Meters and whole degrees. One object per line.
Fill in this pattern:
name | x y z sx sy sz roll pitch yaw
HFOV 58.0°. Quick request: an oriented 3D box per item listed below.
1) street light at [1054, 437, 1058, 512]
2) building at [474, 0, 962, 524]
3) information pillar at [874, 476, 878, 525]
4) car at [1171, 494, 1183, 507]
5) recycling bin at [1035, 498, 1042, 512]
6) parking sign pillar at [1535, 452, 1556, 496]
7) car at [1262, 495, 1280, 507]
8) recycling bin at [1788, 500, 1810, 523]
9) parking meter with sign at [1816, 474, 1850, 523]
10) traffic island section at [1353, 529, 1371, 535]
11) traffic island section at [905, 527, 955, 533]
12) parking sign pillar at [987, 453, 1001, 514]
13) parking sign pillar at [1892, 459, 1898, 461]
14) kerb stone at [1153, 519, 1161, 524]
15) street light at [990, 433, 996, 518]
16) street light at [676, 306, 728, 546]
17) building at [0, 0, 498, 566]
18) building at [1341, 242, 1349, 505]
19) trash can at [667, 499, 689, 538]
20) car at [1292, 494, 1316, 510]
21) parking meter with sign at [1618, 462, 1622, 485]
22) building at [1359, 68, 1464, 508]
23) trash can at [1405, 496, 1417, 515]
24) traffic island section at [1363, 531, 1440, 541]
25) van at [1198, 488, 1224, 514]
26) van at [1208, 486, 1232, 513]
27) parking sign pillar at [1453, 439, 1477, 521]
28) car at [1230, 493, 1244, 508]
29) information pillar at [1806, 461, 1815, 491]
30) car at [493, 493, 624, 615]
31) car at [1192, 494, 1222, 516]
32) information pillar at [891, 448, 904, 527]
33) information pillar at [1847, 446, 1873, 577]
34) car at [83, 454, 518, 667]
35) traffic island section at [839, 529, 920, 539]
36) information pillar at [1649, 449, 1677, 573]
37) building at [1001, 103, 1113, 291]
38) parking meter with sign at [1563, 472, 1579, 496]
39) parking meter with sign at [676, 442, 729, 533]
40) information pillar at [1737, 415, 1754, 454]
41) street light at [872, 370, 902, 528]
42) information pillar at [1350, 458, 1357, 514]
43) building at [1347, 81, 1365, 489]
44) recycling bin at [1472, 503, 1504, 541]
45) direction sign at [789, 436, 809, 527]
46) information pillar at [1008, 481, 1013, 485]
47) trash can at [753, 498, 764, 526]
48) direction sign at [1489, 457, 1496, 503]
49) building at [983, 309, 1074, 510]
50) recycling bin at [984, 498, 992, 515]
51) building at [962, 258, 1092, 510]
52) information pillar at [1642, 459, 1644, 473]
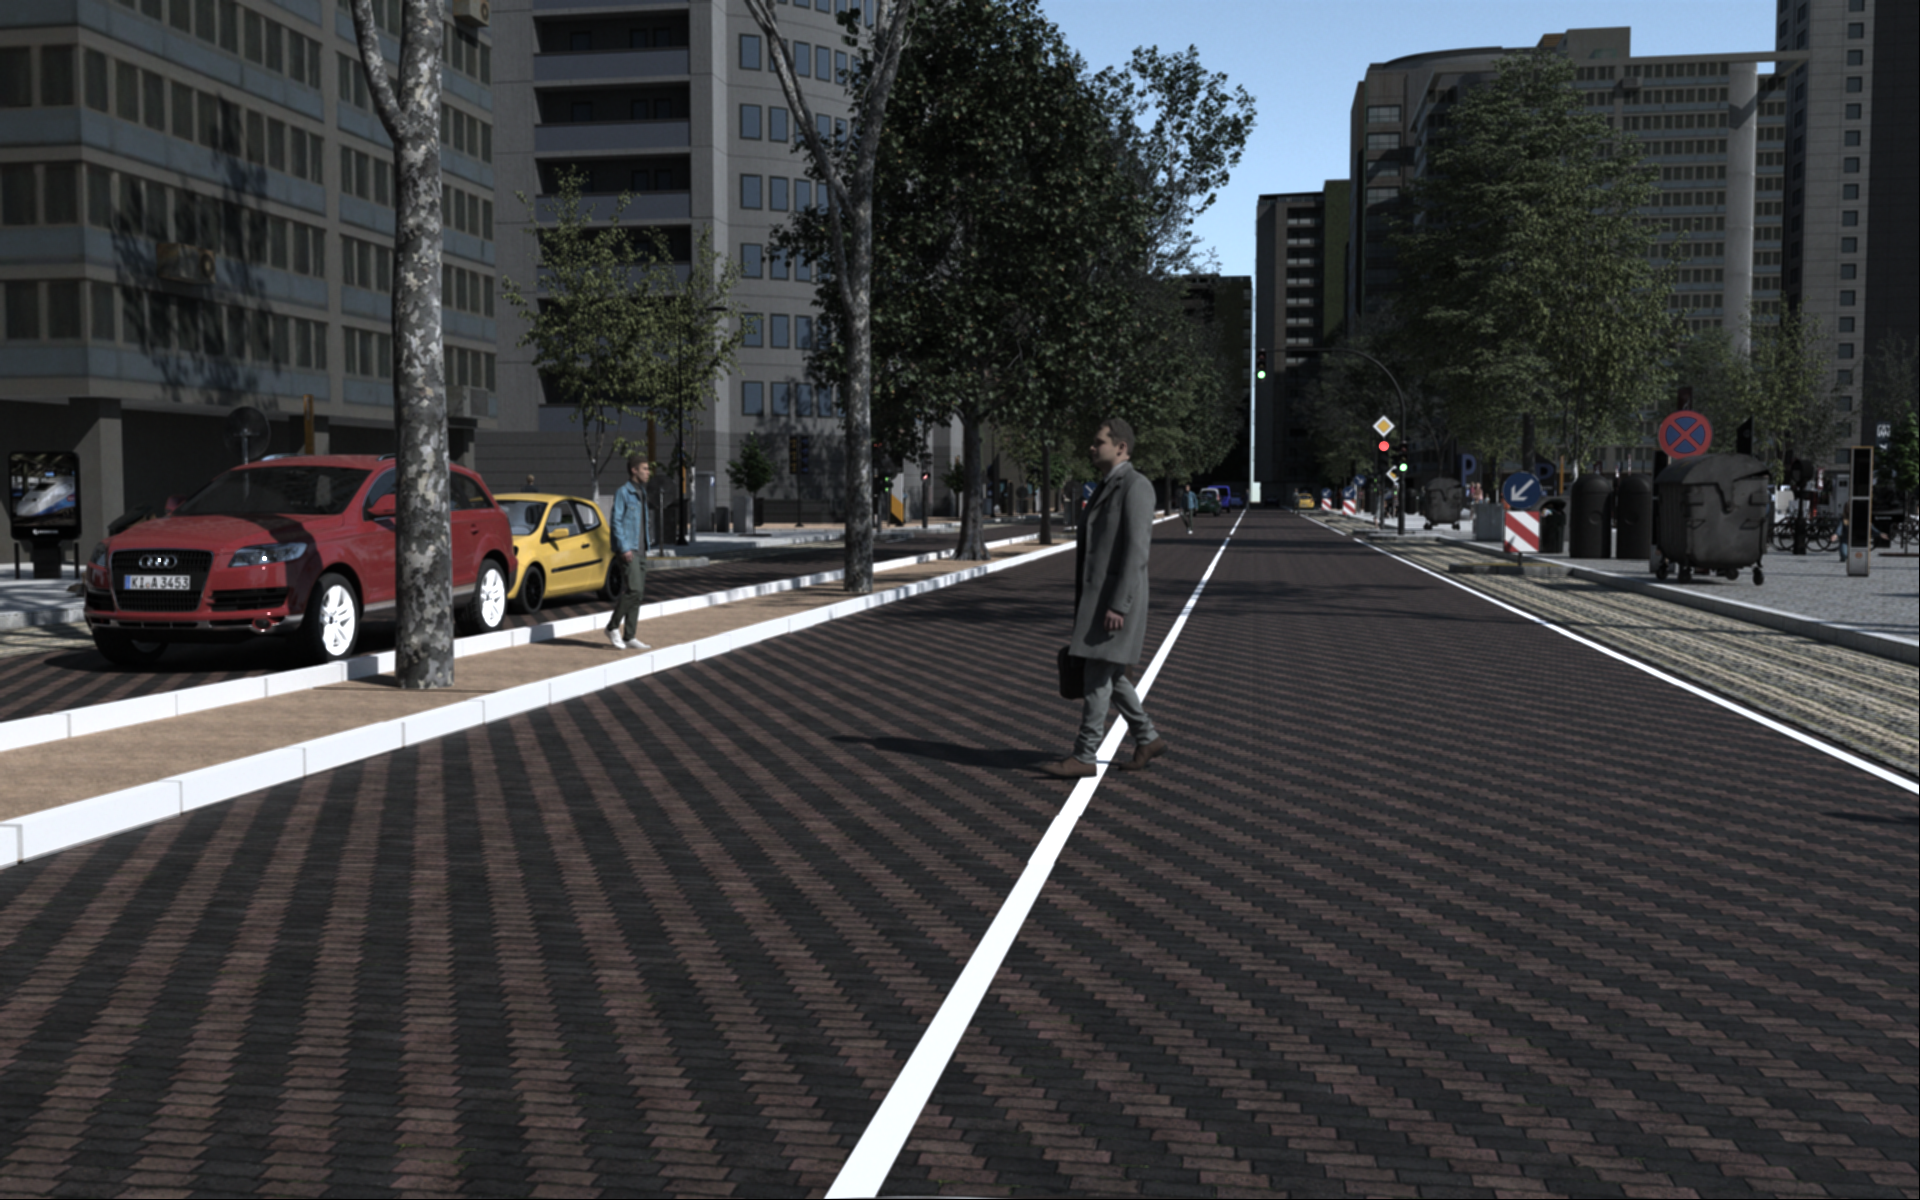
street light | 7.454 -9.303 124.644 1.470 5.913 1.316 1 4 10
building | -12.544 -33.335 87.026 21.231 58.520 28.212 1 4 10
information pillar | -3.470 -4.002 69.923 0.304 2.012 0.304 -1 4 -15
car | 24.728 -11.342 194.484 2.155 1.783 4.494 0 4 8
recycling bin | 5.709 -6.845 124.466 0.722 1.027 0.722 0 4 5
parking sign pillar | 36.826 -7.376 109.062 1.447 3.967 1.447 2 4 26
car | 35.100 -11.173 195.261 1.945 1.354 3.894 0 4 8
recycling bin | 33.521 -3.465 69.202 0.722 1.027 0.722 2 4 28
parking meter with sign | 34.162 -4.329 67.032 1.738 3.016 0.543 1 4 9
traffic island section | 15.081 -2.416 61.789 2.009 0.180 2.903 1 4 10
traffic island section | -1.325 -2.586 64.569 2.009 0.180 2.903 1 4 10
parking sign pillar | 2.187 -7.670 113.870 1.447 3.967 1.447 1 4 21
parking sign pillar | 53.905 -6.839 100.284 1.447 3.967 1.447 0 3 0
kerb stone | 9.843 -3.938 86.624 0.120 0.150 1.000 1 4 10
street light | 2.339 -7.467 94.620 1.470 5.913 1.316 1 4 10
street light | -6.425 -4.310 43.013 1.470 5.913 1.316 1 4 10
building | -24.792 -21.337 40.741 23.993 40.220 32.217 1 4 10
building | 50.845 -26.078 198.081 14.160 30.474 14.107 1 4 10
trash can | -8.355 -2.417 51.179 0.748 1.137 0.748 0 3 0
car | 30.133 -8.650 151.656 2.015 1.641 3.980 1 4 11
parking meter with sign | 36.397 -5.937 93.335 1.738 3.016 0.543 0 4 5
building | 46.436 -29.731 169.703 14.154 41.232 14.086 1 4 10
trash can | 28.342 -5.947 108.892 0.748 1.137 0.748 0 3 0
traffic island section | 13.745 -1.935 53.916 2.009 0.180 2.903 1 4 10
van | 18.534 -7.425 128.413 2.013 2.044 4.112 1 4 11
van | 20.105 -7.981 134.872 2.240 2.365 5.245 1 4 8
parking sign pillar | 24.631 -5.870 84.442 1.447 3.967 1.447 -3 4 -36
car | 29.040 -10.618 183.193 1.945 1.707 3.694 0 4 8
information pillar | 54.071 -7.265 110.141 0.504 3.616 0.183 3 5 40
car | -5.668 -0.715 21.911 2.015 1.641 3.980 1 4 11
car | 15.908 -6.163 112.563 2.131 1.459 4.920 1 4 11
information pillar | -2.467 -4.703 68.242 0.504 3.616 0.183 1 4 15
information pillar | 13.984 -1.372 26.917 0.304 2.012 0.304 2 4 25
car | -5.913 -0.456 16.121 2.281 1.827 5.304 1 4 8
traffic island section | -2.662 -2.105 56.696 2.009 0.180 2.903 1 4 10
information pillar | 11.410 -1.443 28.079 0.304 2.012 0.304 -3 5 -40
building | 1.228 -35.593 201.548 30.456 49.044 23.786 1 4 10
parking meter with sign | 40.807 -7.357 116.544 1.738 3.016 0.543 2 4 32
parking meter with sign | -8.580 -3.770 57.903 1.738 3.016 0.543 1 4 15
information pillar | 23.241 -3.666 51.300 0.183 3.616 0.504 -2 4 -35
street light | -2.713 -5.628 64.559 1.470 5.913 1.316 1 4 10
information pillar | 25.558 -7.409 112.497 0.183 3.616 0.504 -2 4 -25
building | 48.619 -32.634 183.676 14.600 45.320 14.200 1 4 10
recycling bin | 14.510 -2.144 47.603 0.722 1.027 0.722 0 4 8
direction sign | -6.309 -4.642 67.887 0.876 3.537 0.379 2 4 28
information pillar | 2.935 -5.907 101.074 0.304 2.012 0.304 0 4 -3
trash can | -8.136 -3.506 68.969 0.748 1.137 0.748 0 3 0
direction sign | 32.762 -7.010 106.611 0.379 3.537 0.876 0 4 -6
building | -4.995 -19.025 156.100 27.650 21.520 28.899 1 4 10
recycling bin | 1.606 -5.730 106.238 0.722 1.027 0.722 3 5 43
building | 5.763 -24.775 176.767 14.160 30.474 14.107 1 4 10
information pillar | 46.127 -7.684 116.983 0.183 3.616 0.504 2 4 25
